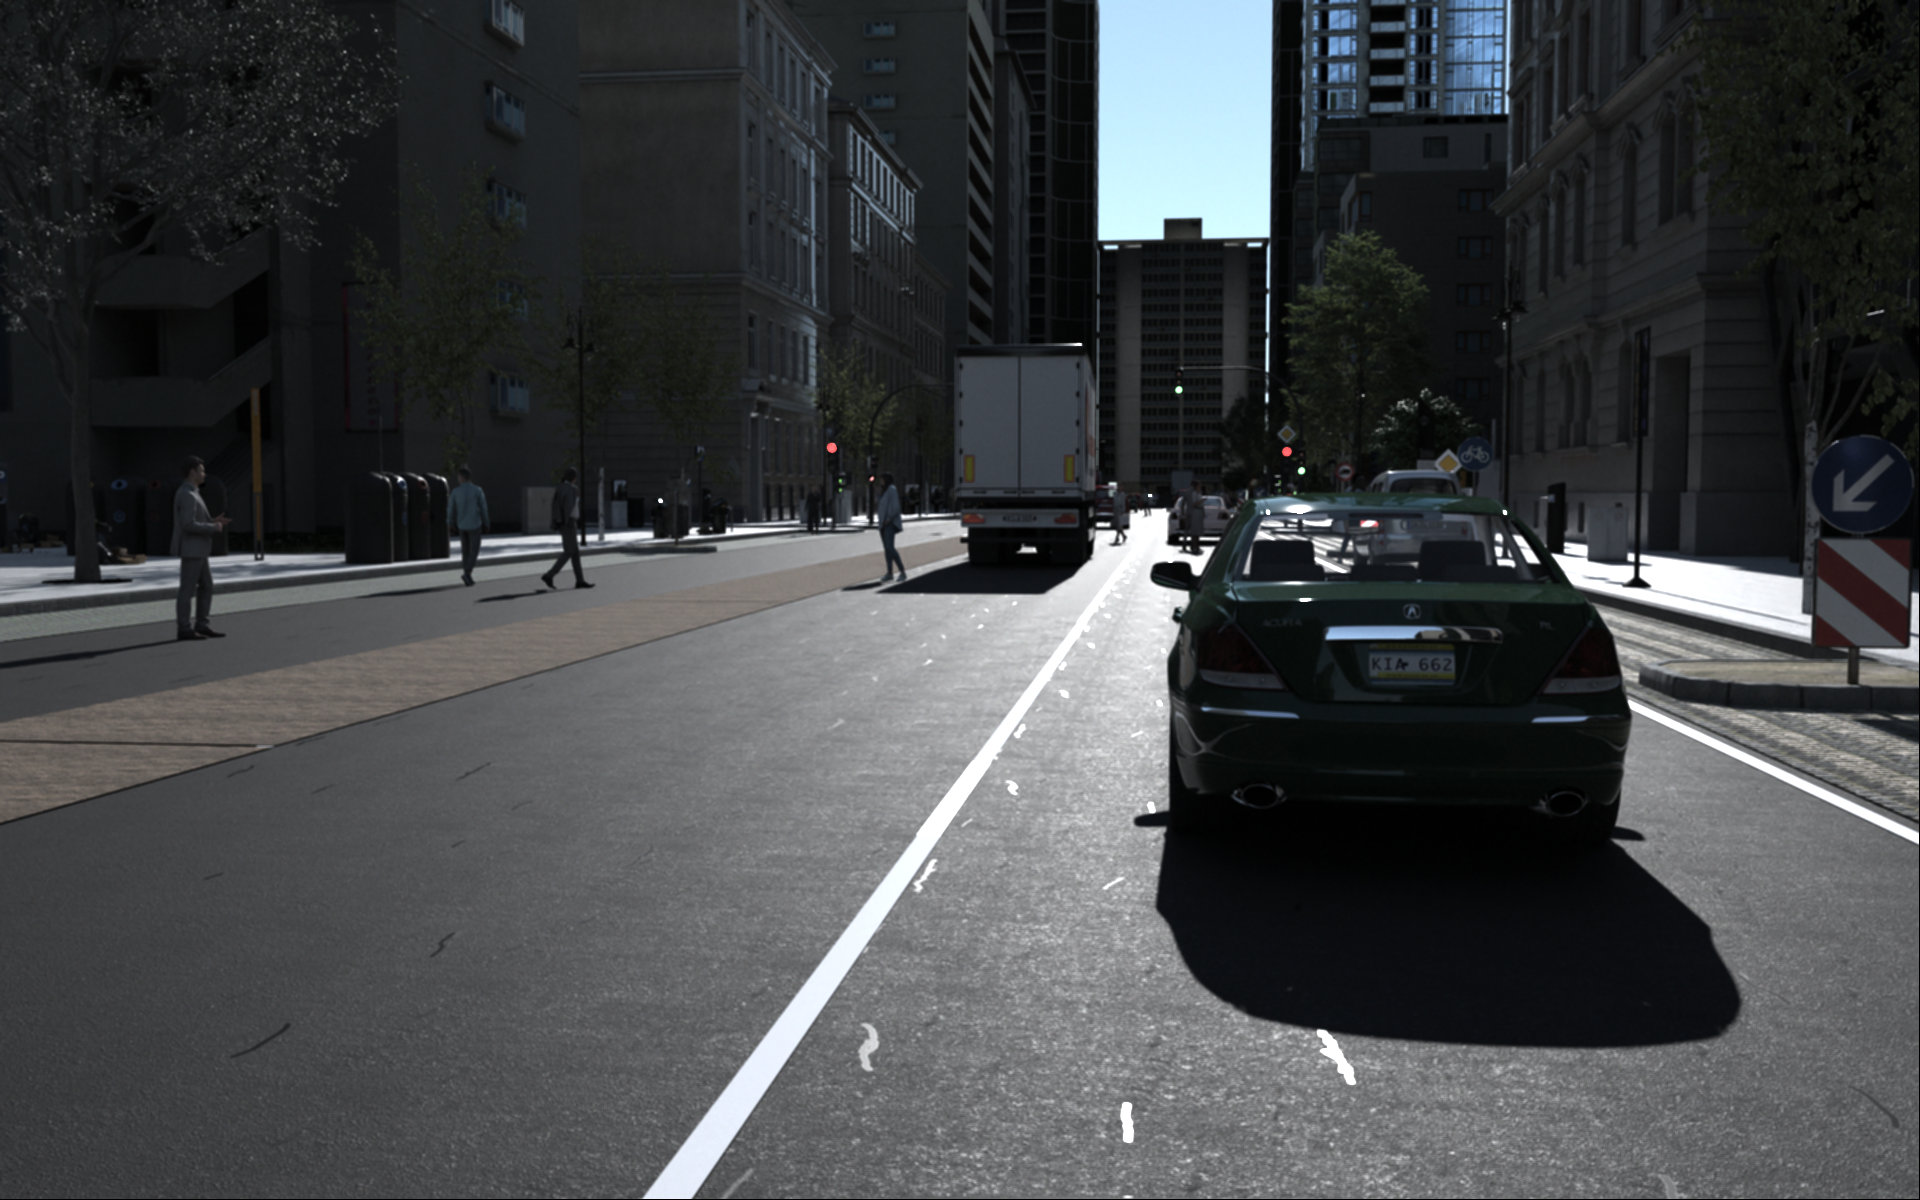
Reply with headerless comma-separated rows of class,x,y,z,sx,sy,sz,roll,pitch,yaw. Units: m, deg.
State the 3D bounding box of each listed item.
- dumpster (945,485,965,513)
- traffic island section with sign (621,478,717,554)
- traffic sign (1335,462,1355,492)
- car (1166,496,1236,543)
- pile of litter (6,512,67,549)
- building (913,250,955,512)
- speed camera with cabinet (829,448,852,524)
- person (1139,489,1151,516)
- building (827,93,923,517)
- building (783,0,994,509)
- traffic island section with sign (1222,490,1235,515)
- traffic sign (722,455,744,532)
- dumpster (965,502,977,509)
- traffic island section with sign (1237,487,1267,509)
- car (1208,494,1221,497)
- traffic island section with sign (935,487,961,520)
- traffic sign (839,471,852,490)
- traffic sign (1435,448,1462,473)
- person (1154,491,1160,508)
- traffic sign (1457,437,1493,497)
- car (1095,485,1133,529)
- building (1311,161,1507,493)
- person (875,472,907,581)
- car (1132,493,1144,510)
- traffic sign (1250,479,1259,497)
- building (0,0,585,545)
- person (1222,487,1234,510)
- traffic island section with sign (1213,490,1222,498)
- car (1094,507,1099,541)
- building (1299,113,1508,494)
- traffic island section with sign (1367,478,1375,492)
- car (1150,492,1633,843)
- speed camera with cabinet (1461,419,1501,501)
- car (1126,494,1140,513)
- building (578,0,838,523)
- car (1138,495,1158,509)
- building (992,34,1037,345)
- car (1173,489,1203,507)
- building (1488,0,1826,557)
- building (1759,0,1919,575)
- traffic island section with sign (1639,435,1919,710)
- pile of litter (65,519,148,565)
dumpster,-0.331,-6.764,116.355,1.264,1.857,1.865,0,4,7
traffic island section with sign,-7.048,-2.066,42.410,1.989,1.847,2.006,0,4,7
traffic sign,15.480,-4.258,69.720,0.768,2.556,0.104,1,4,17
car,7.169,-2.403,51.651,2.083,1.381,4.827,1,4,9
pile of litter,-22.027,-1.680,41.426,1.176,0.858,1.719,2,4,28
building,-7.493,-18.047,131.220,11.583,22.565,21.152,0,4,7
speed camera with cabinet,-5.193,-4.943,75.160,0.660,3.252,2.038,1,4,9
person,12.079,-6.374,113.205,0.782,1.767,0.515,2,4,30
building,-10.214,-19.006,108.018,12.463,27.353,25.104,0,4,7
building,-8.636,-32.704,158.410,21.300,48.544,21.600,0,4,7
traffic island section with sign,19.535,-6.876,121.043,1.989,1.847,2.006,0,4,7
traffic sign,-7.671,-3.559,58.188,0.884,2.594,0.081,1,4,15
dumpster,0.537,-7.357,122.779,1.502,2.255,1.985,0,4,7
traffic island section with sign,16.204,-5.240,94.294,1.989,1.847,2.006,0,4,7
car,27.592,-10.937,187.610,1.959,1.807,4.718,1,4,8
traffic island section with sign,-0.281,-5.387,96.708,1.989,1.847,2.006,0,4,7
traffic sign,-5.176,-4.659,78.307,0.606,2.300,0.079,1,4,11
traffic sign,12.296,-2.598,43.661,0.795,2.450,0.064,1,4,15
person,20.838,-10.640,183.398,0.756,1.711,0.436,-1,4,-14
traffic sign,11.469,-2.356,38.632,0.768,2.556,0.104,1,4,11
car,6.211,-3.974,73.648,2.281,1.827,5.304,0,4,5
building,36.713,-15.959,105.975,27.650,21.520,28.899,0,4,7
person,-1.144,-1.225,28.792,0.793,1.790,0.793,3,4,37
car,16.079,-9.239,160.091,2.155,1.783,4.494,0,4,7
traffic sign,24.106,-8.669,141.838,0.768,2.556,0.104,0,4,8
building,-25.518,-26.256,52.986,21.600,48.544,21.300,0,4,7
person,12.570,-4.450,81.845,0.643,1.750,0.593,-2,4,-35
traffic island section with sign,29.146,-11.592,198.153,1.989,1.847,2.006,0,4,7
car,2.976,-2.372,50.579,2.131,1.459,4.920,0,4,7
building,34.573,-22.259,135.642,14.160,30.474,14.107,0,4,7
traffic island section with sign,9.340,-1.865,39.127,1.989,1.847,2.006,0,4,7
car,1.996,0.193,8.638,2.131,1.459,4.920,1,4,8
speed camera with cabinet,13.912,-3.186,46.427,0.660,3.252,2.038,0,4,2
car,12.903,-7.509,134.564,2.131,1.459,4.920,0,4,6
building,-14.477,-18.337,85.708,13.634,28.700,20.117,0,4,7
car,18.722,-9.819,172.901,2.083,1.381,4.827,0,4,8
building,-5.777,-37.773,206.820,27.495,52.752,28.713,0,4,7
car,17.585,-7.648,133.711,2.281,1.827,5.304,1,4,8
building,22.676,-15.759,45.057,14.401,28.519,23.554,0,4,7
building,21.243,-9.635,24.977,16.820,18.784,16.811,0,4,7
traffic island section with sign,6.020,-0.229,12.376,1.989,1.847,2.006,0,4,7
pile of litter,-15.616,-1.100,31.951,1.176,0.858,1.719,-1,4,-15
